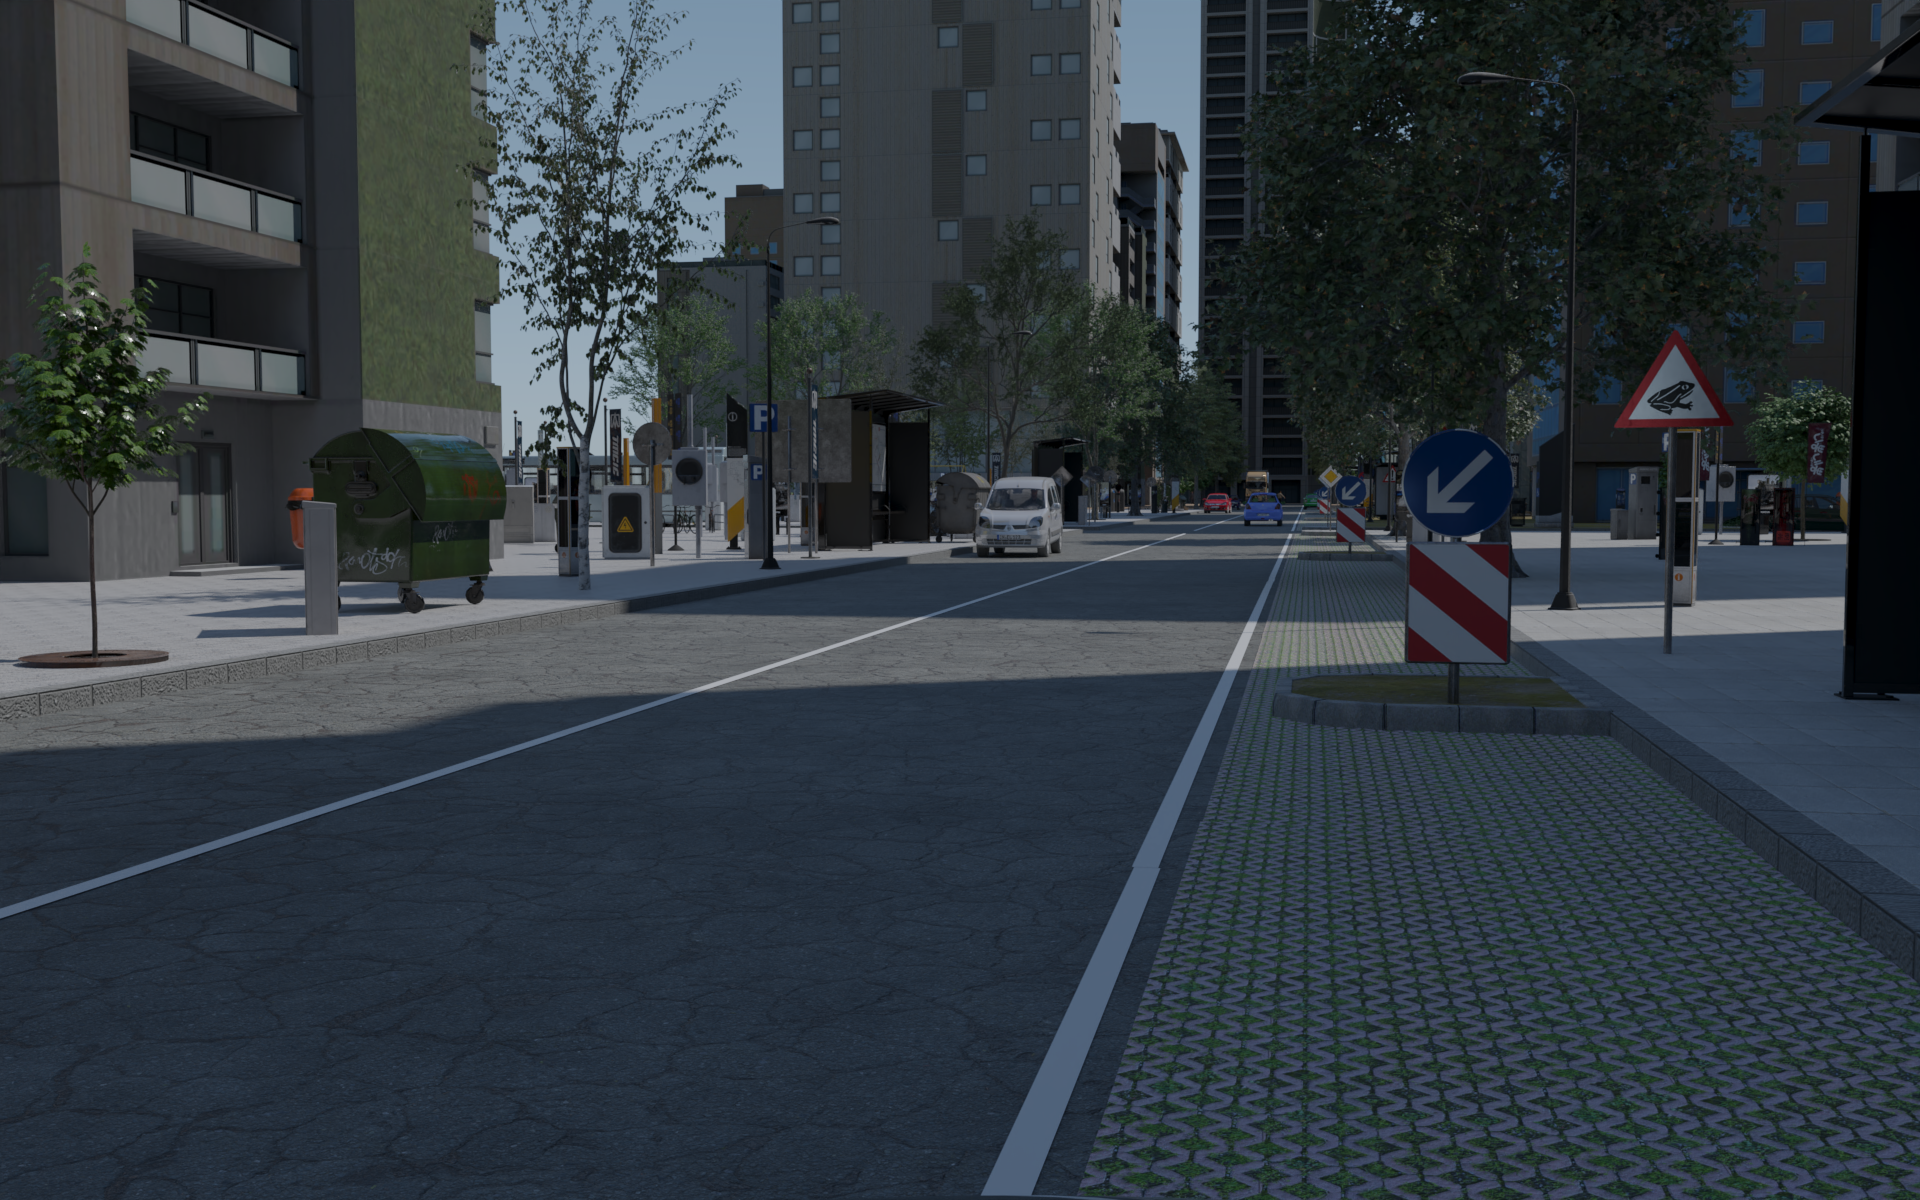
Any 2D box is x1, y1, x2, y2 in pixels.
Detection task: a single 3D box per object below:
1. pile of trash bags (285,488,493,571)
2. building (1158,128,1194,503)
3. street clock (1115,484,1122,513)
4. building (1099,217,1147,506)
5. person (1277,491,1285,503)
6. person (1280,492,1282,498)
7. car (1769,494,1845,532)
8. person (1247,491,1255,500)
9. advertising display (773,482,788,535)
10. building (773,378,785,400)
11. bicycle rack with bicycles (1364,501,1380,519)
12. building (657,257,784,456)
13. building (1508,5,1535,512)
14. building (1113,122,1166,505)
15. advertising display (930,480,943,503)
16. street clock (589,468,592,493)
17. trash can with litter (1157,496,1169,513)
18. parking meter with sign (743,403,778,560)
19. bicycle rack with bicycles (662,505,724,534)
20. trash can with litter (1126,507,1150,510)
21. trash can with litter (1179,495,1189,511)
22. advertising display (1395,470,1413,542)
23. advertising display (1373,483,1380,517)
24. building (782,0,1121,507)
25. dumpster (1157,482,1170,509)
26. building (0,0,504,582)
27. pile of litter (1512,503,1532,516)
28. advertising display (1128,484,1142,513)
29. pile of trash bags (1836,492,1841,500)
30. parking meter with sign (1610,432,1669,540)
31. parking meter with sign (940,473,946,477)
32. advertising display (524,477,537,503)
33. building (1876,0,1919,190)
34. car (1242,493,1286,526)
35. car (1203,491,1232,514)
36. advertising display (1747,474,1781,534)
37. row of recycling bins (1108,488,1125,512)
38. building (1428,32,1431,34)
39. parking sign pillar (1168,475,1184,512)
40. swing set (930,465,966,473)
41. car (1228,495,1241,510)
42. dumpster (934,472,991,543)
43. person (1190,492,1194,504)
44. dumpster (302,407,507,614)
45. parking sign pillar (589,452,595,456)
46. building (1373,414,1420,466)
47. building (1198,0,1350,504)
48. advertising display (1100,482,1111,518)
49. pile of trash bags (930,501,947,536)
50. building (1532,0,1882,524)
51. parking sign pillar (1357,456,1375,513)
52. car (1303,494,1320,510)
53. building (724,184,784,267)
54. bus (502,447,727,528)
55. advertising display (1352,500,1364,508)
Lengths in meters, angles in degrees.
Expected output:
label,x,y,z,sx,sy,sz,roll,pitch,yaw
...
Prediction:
label,x,y,z,sx,sy,sz,roll,pitch,yaw
pile of trash bags,-9.234,-1.093,27.621,1.912,1.369,3.447,2,4,28
building,20.311,-40.425,250.185,27.495,52.752,28.713,1,4,11
street clock,11.004,-7.093,120.541,0.471,2.002,0.358,0,4,-1
building,11.698,-24.992,180.316,14.160,30.474,14.107,1,4,11
person,39.137,-12.442,211.934,1.348,1.823,0.705,3,5,40
person,40.274,-12.801,217.757,0.705,1.831,1.348,0,4,3
car,30.144,-3.110,60.638,4.222,1.686,2.009,1,4,13
person,26.859,-9.163,158.837,1.217,1.766,0.721,3,5,41
advertising display,-5.845,-3.002,54.295,0.974,1.923,0.123,-1,4,-21
building,-6.317,-54.589,205.197,31.000,86.520,22.319,1,4,11
bicycle rack with bicycles,21.710,-4.709,90.379,2.852,0.926,2.925,0,4,-1
building,-28.538,-27.118,215.087,14.107,30.474,14.160,1,4,11
building,45.301,-49.080,115.136,22.319,86.520,31.000,1,4,11
building,16.665,-34.006,206.107,14.200,45.320,14.600,1,4,11
advertising display,-1.116,-4.645,81.153,0.123,1.923,0.974,-2,4,-34
street clock,-9.423,-2.370,43.327,0.358,2.002,0.471,1,4,21
trash can with litter,13.675,-6.518,117.954,1.055,1.170,0.624,2,4,26
parking meter with sign,-3.997,-2.321,34.207,0.543,3.016,1.738,-1,4,-15
bicycle rack with bicycles,-8.813,-2.660,56.865,2.852,0.926,2.925,-1,4,-21
trash can with litter,14.879,-8.080,143.169,2.233,1.210,1.678,2,4,24
trash can with litter,17.486,-7.552,134.861,0.624,1.170,1.055,-1,4,-22
advertising display,12.063,-2.498,46.050,0.974,1.923,0.123,1,4,9
advertising display,23.716,-5.668,97.889,0.974,1.923,0.123,-3,4,-37
building,0.316,-34.939,160.496,28.713,52.752,27.495,1,4,11
dumpster,15.690,-8.006,133.388,1.502,2.255,1.985,1,4,11
building,-17.300,-21.057,27.884,14.154,41.232,14.086,1,4,11
pile of litter,32.450,-5.246,99.744,1.719,0.858,1.176,3,4,36
advertising display,11.017,-6.368,109.326,0.974,1.923,0.123,-2,4,-28
pile of trash bags,36.005,-3.599,68.595,3.447,1.369,1.912,-2,4,-24
parking meter with sign,19.233,-3.214,48.808,1.738,3.016,0.543,-1,4,-13
parking meter with sign,-0.824,-9.028,143.874,0.543,3.016,1.738,3,5,44
advertising display,-16.040,-3.702,65.740,0.974,1.923,0.123,0,4,4
building,27.898,-21.590,36.592,14.154,41.232,14.086,1,4,11
car,13.735,-4.203,78.308,1.945,1.707,3.694,1,4,11
car,19.167,-7.325,128.804,2.155,1.783,4.494,1,4,13
advertising display,25.508,-3.045,55.007,0.974,1.923,0.123,2,4,25
row of recycling bins,10.925,-7.191,124.690,1.069,1.692,3.534,2,4,26
building,64.456,-36.665,188.717,28.713,52.752,27.495,1,4,11
parking sign pillar,15.835,-8.532,127.976,1.447,3.967,1.447,1,4,14
swing set,-0.961,-5.948,94.874,3.119,2.851,2.862,1,4,23
car,24.604,-8.854,157.345,1.945,1.354,3.894,1,4,11
dumpster,0.062,-2.473,46.193,1.264,1.857,1.865,1,4,11
person,29.904,-13.102,223.265,0.990,1.755,0.434,-3,5,-45
dumpster,-6.192,-1.032,19.370,1.502,2.255,1.985,1,4,11
parking sign pillar,-22.005,-7.129,105.039,1.447,3.967,1.447,-1,4,-12
building,70.034,-37.841,238.308,30.456,49.044,23.786,1,4,11
building,44.211,-49.144,241.751,20.611,71.187,20.563,1,4,11
advertising display,7.738,-5.329,92.343,0.123,1.923,0.974,-2,4,-26
pile of trash bags,-0.024,-2.703,53.943,1.912,1.369,3.447,1,4,12
building,34.780,-26.294,80.023,14.200,45.320,14.600,1,4,11
parking sign pillar,28.079,-8.016,119.532,1.447,3.967,1.447,1,4,20
car,32.244,-9.113,157.799,1.959,1.807,4.718,1,4,13
building,-25.092,-36.827,252.231,14.200,45.320,14.600,1,4,11
bus,-15.452,-4.607,70.188,13.247,3.499,2.948,1,4,12
advertising display,19.854,-4.967,86.426,0.123,1.923,0.974,3,5,43
